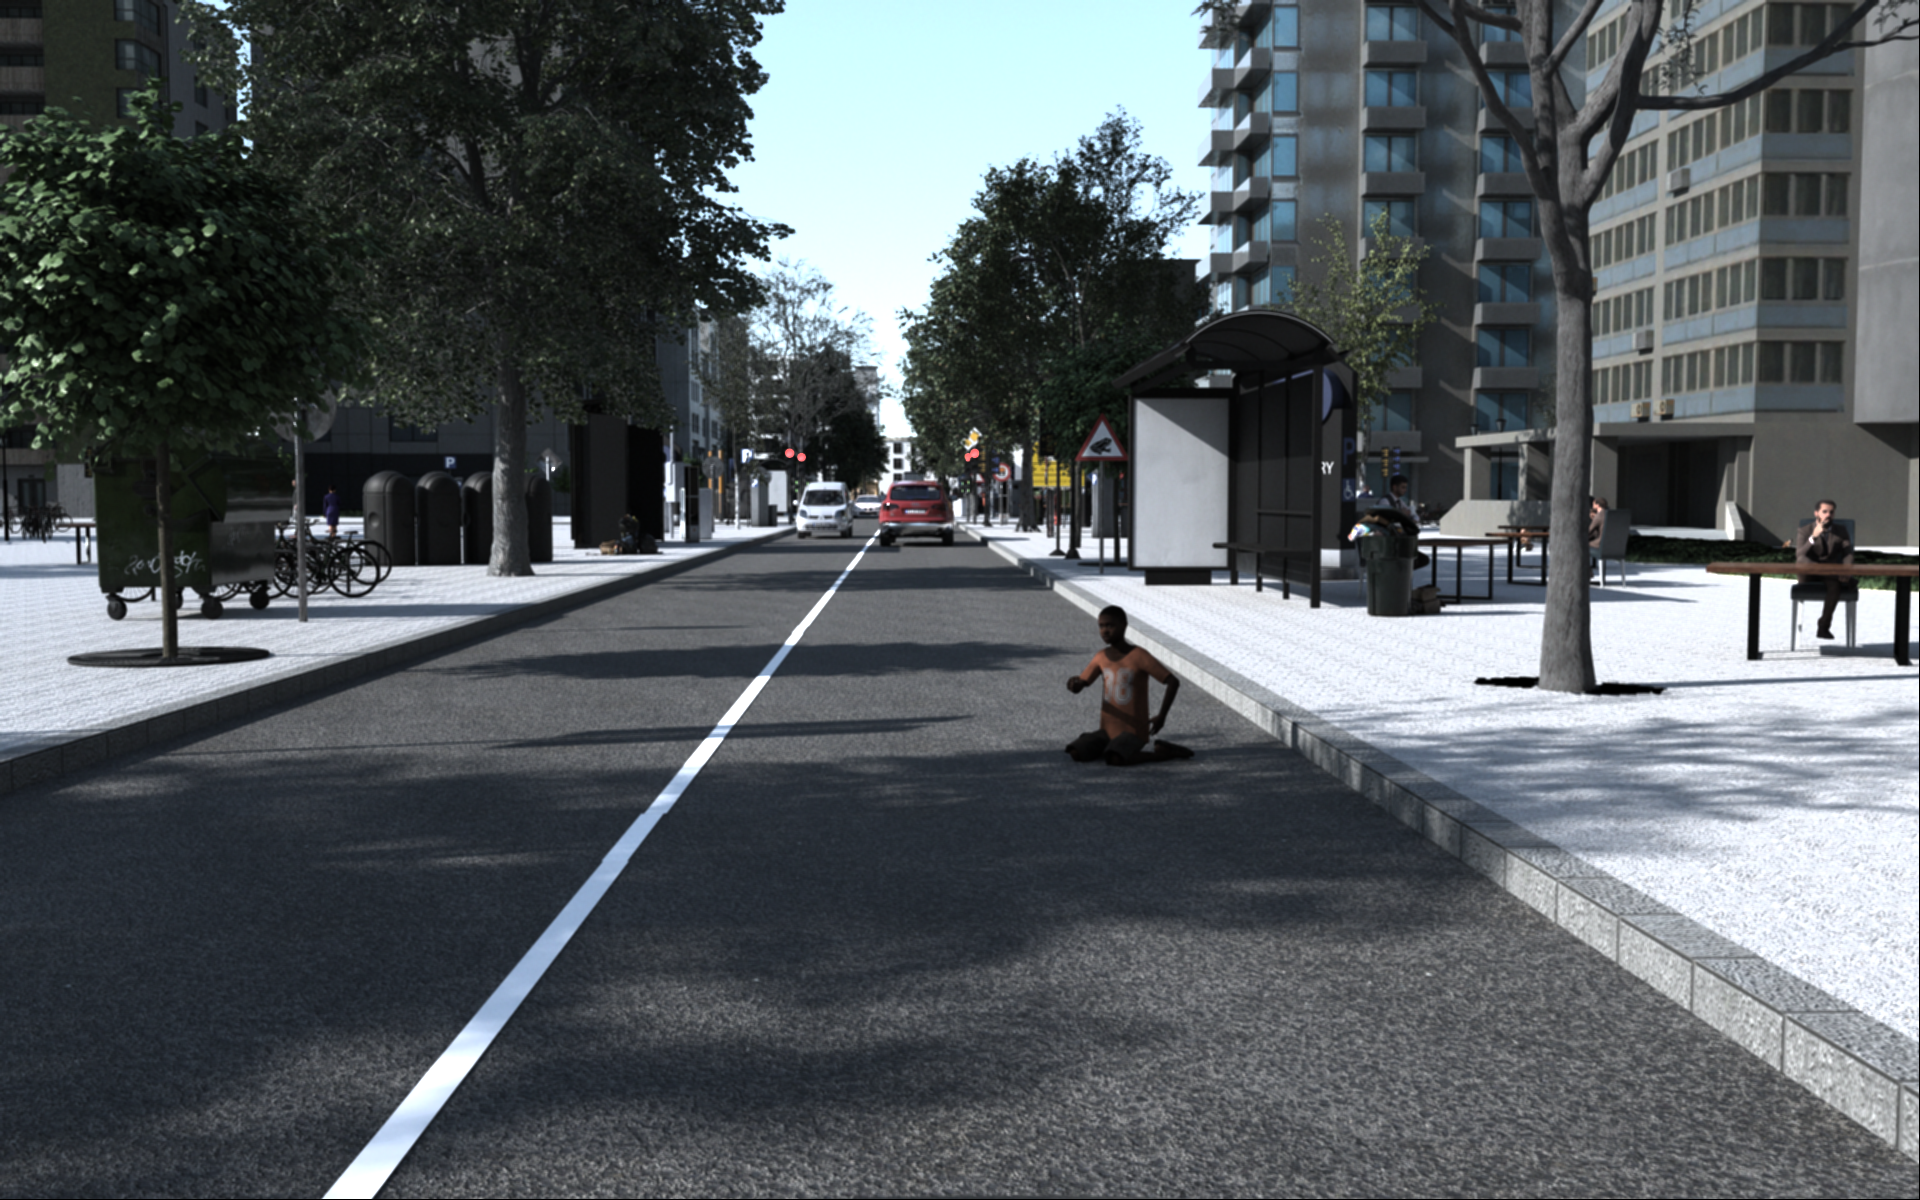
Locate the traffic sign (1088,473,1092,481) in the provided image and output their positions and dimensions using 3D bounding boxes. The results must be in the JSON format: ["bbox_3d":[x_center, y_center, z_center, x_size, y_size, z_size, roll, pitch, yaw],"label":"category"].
[{"bbox_3d":[5.632,-4.379,71.709,0.768,2.556,0.104,0,4,8],"label":"traffic sign"}]

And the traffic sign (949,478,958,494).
[{"bbox_3d":[-0.399,-6.626,110.457,0.606,2.300,0.079,0,4,1],"label":"traffic sign"}]

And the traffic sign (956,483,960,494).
[{"bbox_3d":[-0.288,-8.970,146.767,0.768,2.556,0.104,0,4,6],"label":"traffic sign"}]

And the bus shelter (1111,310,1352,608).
[{"bbox_3d":[3.217,-1.706,21.818,2.014,3.302,5.546,0,4,-2],"label":"bus shelter"}]

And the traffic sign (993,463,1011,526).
[{"bbox_3d":[1.696,-4.297,70.369,0.768,2.556,0.104,0,4,5],"label":"traffic sign"}]

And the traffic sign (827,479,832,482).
[{"bbox_3d":[-10.147,-8.240,134.727,0.884,2.594,0.081,0,4,5],"label":"traffic sign"}]

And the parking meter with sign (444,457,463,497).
[{"bbox_3d":[-23.235,-5.110,79.809,0.543,3.016,1.738,-2,4,-33],"label":"parking meter with sign"}]

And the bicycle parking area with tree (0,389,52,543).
[{"bbox_3d":[-23.767,-3.753,48.369,8.231,4.147,9.016,-1,4,-15],"label":"bicycle parking area with tree"}]

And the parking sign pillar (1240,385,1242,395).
[{"bbox_3d":[5.792,-2.836,34.837,1.447,3.967,1.447,2,4,27],"label":"parking sign pillar"}]

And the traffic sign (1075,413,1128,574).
[{"bbox_3d":[2.278,-1.702,27.824,0.884,2.594,0.081,0,4,-1],"label":"traffic sign"}]

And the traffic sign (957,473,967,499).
[{"bbox_3d":[0.228,-6.532,106.906,0.768,2.556,0.104,0,4,3],"label":"traffic sign"}]

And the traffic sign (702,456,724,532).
[{"bbox_3d":[-8.275,-3.541,57.996,0.768,2.556,0.104,0,4,4],"label":"traffic sign"}]

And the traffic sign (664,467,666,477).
[{"bbox_3d":[-9.355,-3.251,53.161,0.884,2.594,0.081,0,4,2],"label":"traffic sign"}]

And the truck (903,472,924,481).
[{"bbox_3d":[-6.013,-14.336,223.302,2.839,4.237,11.283,0,4,-3],"label":"truck"}]

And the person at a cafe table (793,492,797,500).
[{"bbox_3d":[-13.932,-8.540,148.147,1.698,1.524,1.622,1,4,11],"label":"person at a cafe table"}]

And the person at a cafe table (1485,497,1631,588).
[{"bbox_3d":[8.621,-0.822,24.293,1.698,1.238,1.726,-1,4,-21],"label":"person at a cafe table"}]

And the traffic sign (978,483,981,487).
[{"bbox_3d":[1.204,-7.957,130.207,0.768,2.556,0.104,0,4,0],"label":"traffic sign"}]

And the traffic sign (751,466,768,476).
[{"bbox_3d":[-9.179,-4.846,79.339,0.768,2.556,0.104,0,4,0],"label":"traffic sign"}]

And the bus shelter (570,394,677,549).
[{"bbox_3d":[-8.374,-3.198,43.565,1.731,3.624,6.357,0,4,-2],"label":"bus shelter"}]

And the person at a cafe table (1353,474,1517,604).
[{"bbox_3d":[5.602,-0.764,21.003,1.622,1.524,1.698,3,4,37],"label":"person at a cafe table"}]

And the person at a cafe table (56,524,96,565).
[{"bbox_3d":[-15.697,-1.452,32.254,1.698,1.524,1.622,-1,4,-14],"label":"person at a cafe table"}]

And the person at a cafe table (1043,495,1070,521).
[{"bbox_3d":[4.276,-4.468,83.920,1.726,1.238,1.698,3,4,37],"label":"person at a cafe table"}]

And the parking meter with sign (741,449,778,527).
[{"bbox_3d":[-7.793,-4.364,67.611,0.543,3.016,1.738,2,4,29],"label":"parking meter with sign"}]

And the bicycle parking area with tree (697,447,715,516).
[{"bbox_3d":[-16.608,-7.157,104.017,9.016,4.147,8.231,2,4,25],"label":"bicycle parking area with tree"}]

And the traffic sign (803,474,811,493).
[{"bbox_3d":[-8.473,-5.756,94.121,0.884,2.594,0.081,0,4,0],"label":"traffic sign"}]

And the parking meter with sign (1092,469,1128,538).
[{"bbox_3d":[4.241,-3.308,50.355,1.738,3.016,0.543,-1,4,-19],"label":"parking meter with sign"}]

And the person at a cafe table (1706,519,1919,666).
[{"bbox_3d":[6.899,-0.178,13.773,1.698,1.238,1.726,2,4,26],"label":"person at a cafe table"}]

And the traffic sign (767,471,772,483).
[{"bbox_3d":[-10.582,-5.730,93.786,0.768,2.556,0.104,0,4,6],"label":"traffic sign"}]

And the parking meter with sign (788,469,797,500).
[{"bbox_3d":[-12.029,-7.447,118.013,1.738,3.016,0.543,-1,4,-11],"label":"parking meter with sign"}]

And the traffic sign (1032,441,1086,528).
[{"bbox_3d":[3.637,-4.395,65.725,2.265,3.308,0.079,0,4,8],"label":"traffic sign"}]

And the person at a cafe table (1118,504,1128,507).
[{"bbox_3d":[10.001,-5.417,99.432,1.726,1.238,1.698,-2,4,-34],"label":"person at a cafe table"}]

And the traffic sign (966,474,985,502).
[{"bbox_3d":[0.728,-4.882,79.830,0.884,2.594,0.081,0,4,6],"label":"traffic sign"}]

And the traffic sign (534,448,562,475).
[{"bbox_3d":[-11.716,-3.027,49.233,0.795,2.593,0.064,0,4,2],"label":"traffic sign"}]

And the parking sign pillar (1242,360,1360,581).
[{"bbox_3d":[5.330,-2.305,26.160,1.447,3.967,1.447,-3,5,-44],"label":"parking sign pillar"}]

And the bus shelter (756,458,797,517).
[{"bbox_3d":[-10.666,-6.569,101.321,2.014,3.302,5.546,0,4,-2],"label":"bus shelter"}]

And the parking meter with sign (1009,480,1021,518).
[{"bbox_3d":[3.054,-6.022,94.713,1.738,3.016,0.543,-1,4,-14],"label":"parking meter with sign"}]

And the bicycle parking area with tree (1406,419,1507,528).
[{"bbox_3d":[21.164,-5.018,69.045,9.016,4.147,8.231,1,4,19],"label":"bicycle parking area with tree"}]

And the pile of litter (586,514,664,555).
[{"bbox_3d":[-7.149,-1.398,36.817,1.719,0.858,1.176,-1,4,-16],"label":"pile of litter"}]

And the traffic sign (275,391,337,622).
[{"bbox_3d":[-6.597,-1.053,17.320,0.768,2.556,0.104,0,4,7],"label":"traffic sign"}]

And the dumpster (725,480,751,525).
[{"bbox_3d":[-9.099,-4.053,72.020,1.264,1.857,1.865,0,4,-2],"label":"dumpster"}]

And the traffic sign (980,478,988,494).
[{"bbox_3d":[1.768,-8.199,134.164,0.768,2.556,0.104,0,4,6],"label":"traffic sign"}]

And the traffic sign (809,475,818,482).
[{"bbox_3d":[-9.971,-7.137,116.803,0.768,2.556,0.104,0,4,7],"label":"traffic sign"}]

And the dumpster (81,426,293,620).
[{"bbox_3d":[-8.163,-0.971,18.376,1.502,2.255,1.985,0,4,-2],"label":"dumpster"}]

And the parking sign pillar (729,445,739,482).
[{"bbox_3d":[-12.277,-6.468,94.220,1.447,3.967,1.447,-1,4,-9],"label":"parking sign pillar"}]

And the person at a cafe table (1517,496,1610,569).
[{"bbox_3d":[10.502,-1.307,29.890,1.698,1.524,1.622,-1,4,-18],"label":"person at a cafe table"}]

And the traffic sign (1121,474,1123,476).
[{"bbox_3d":[4.672,-3.158,51.743,0.768,2.556,0.104,0,4,1],"label":"traffic sign"}]

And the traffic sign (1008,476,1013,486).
[{"bbox_3d":[3.292,-7.032,114.983,0.884,2.594,0.081,0,3,0],"label":"traffic sign"}]

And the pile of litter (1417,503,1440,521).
[{"bbox_3d":[22.185,-4.178,82.276,1.176,0.858,1.719,0,4,-8],"label":"pile of litter"}]

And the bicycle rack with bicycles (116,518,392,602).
[{"bbox_3d":[-8.669,-0.499,21.546,2.925,0.926,2.852,0,4,0],"label":"bicycle rack with bicycles"}]

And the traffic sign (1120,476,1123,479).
[{"bbox_3d":[6.030,-4.120,67.470,0.768,2.556,0.104,0,4,0],"label":"traffic sign"}]
